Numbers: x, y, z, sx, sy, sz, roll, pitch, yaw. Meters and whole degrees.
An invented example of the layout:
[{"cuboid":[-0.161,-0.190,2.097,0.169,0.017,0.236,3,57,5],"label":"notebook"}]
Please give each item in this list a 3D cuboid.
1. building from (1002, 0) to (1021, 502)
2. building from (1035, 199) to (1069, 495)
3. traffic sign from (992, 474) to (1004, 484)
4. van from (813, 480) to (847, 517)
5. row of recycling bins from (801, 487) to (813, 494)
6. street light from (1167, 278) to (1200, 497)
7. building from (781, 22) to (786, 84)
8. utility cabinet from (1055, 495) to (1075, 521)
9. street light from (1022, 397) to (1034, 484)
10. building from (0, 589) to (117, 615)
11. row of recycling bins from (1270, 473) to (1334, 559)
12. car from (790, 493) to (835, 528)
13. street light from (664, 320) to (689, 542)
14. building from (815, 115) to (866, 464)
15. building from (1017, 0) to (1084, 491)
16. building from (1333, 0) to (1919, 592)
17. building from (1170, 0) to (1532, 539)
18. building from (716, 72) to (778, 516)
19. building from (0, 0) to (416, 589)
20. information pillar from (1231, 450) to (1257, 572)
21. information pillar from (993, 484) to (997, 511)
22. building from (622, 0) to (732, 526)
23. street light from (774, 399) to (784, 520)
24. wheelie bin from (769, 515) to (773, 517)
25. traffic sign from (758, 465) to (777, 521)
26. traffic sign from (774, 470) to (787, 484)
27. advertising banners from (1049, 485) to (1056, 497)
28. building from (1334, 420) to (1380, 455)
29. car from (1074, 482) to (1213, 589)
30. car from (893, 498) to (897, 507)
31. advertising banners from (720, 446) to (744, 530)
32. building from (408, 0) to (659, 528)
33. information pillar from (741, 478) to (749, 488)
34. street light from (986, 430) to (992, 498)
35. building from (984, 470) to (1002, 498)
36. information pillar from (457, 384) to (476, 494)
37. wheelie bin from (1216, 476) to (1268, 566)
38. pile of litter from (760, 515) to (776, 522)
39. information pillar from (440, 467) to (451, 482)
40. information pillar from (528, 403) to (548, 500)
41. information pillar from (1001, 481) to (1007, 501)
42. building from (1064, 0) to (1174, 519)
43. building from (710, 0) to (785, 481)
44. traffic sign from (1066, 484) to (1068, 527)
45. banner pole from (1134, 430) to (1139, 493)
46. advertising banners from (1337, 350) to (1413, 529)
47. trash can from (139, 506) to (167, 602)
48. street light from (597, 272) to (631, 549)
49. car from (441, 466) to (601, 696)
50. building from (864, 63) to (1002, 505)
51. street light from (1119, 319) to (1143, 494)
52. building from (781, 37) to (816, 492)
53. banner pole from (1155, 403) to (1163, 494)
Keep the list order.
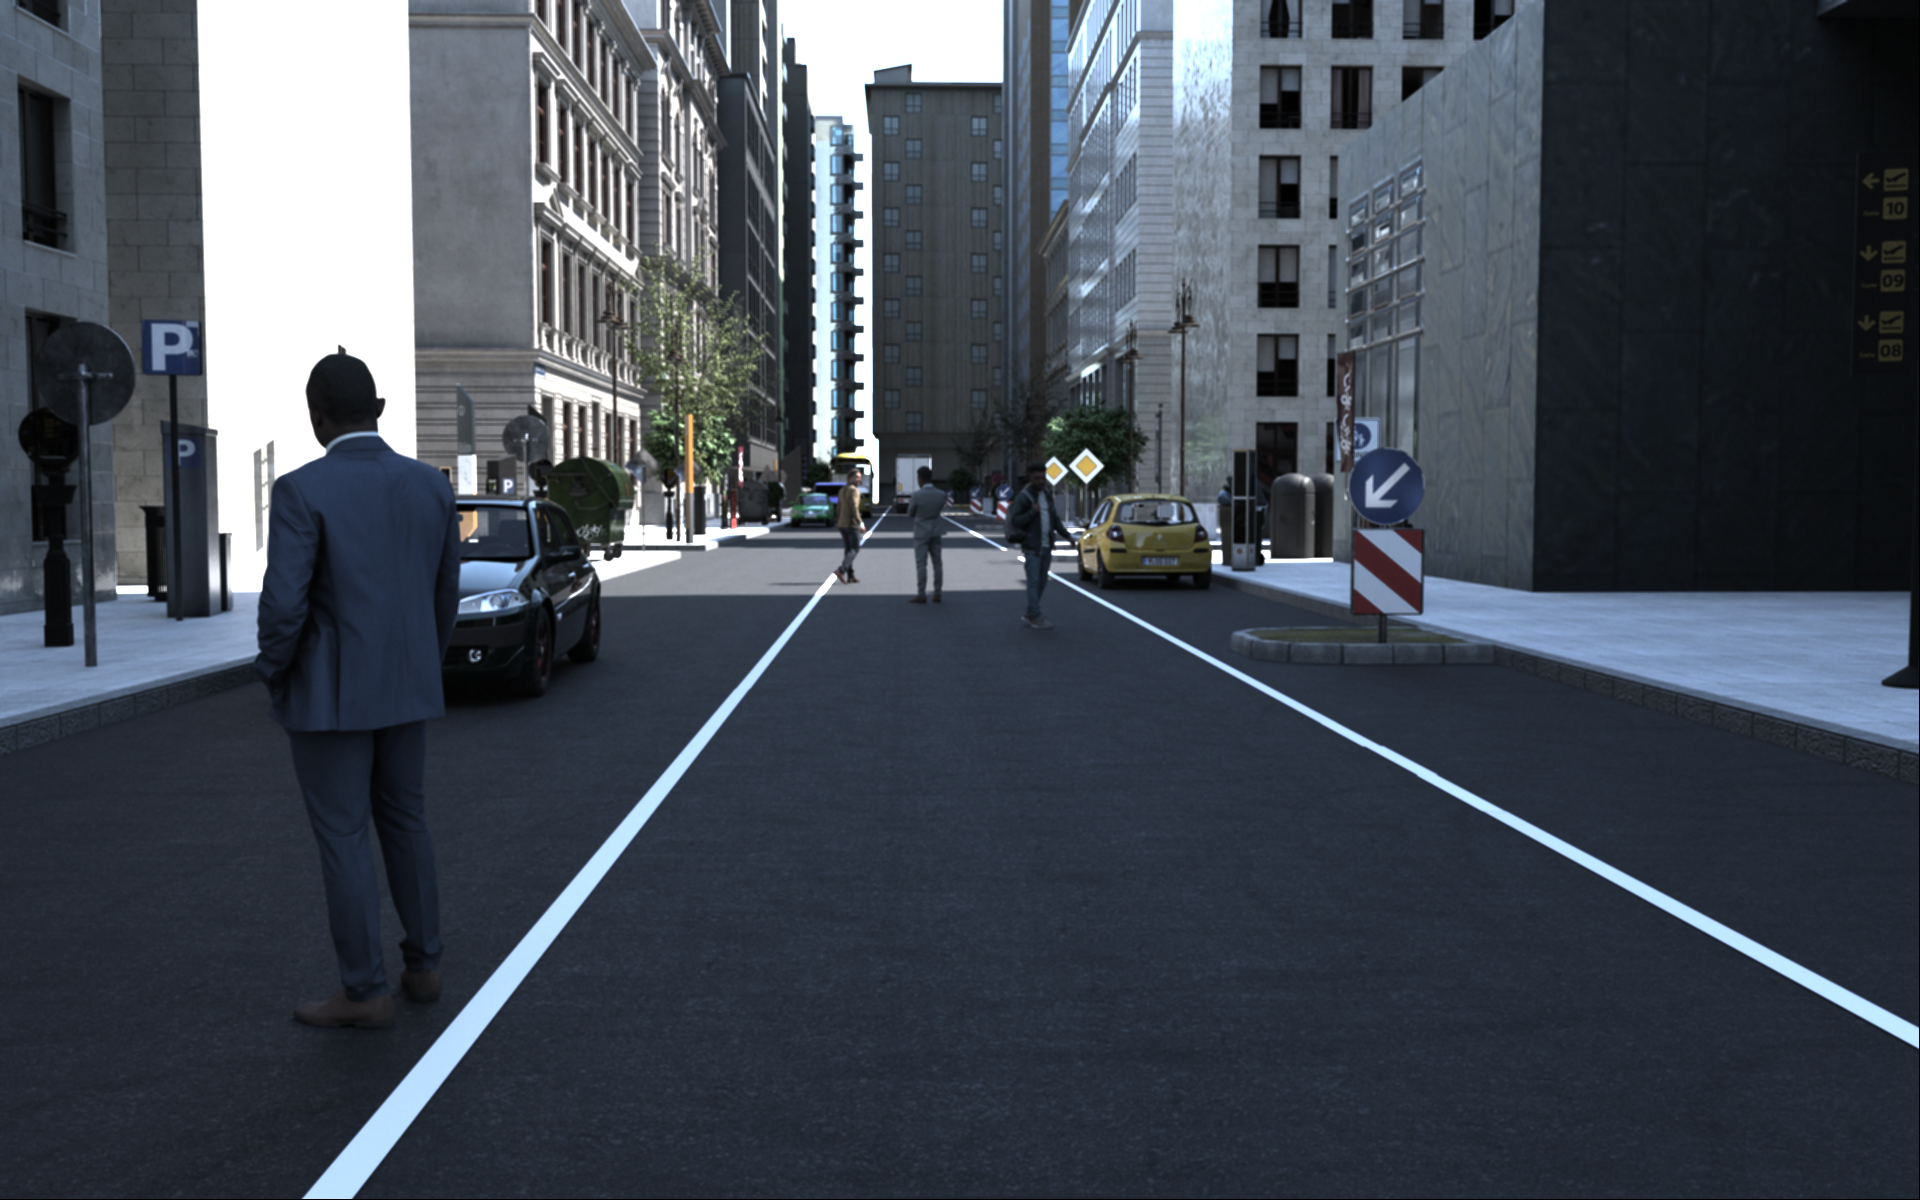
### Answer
[{"cuboid":[14.303,-37.621,157.107,21.231,58.520,28.212,0,4,-2],"label":"building"},{"cuboid":[11.375,-16.761,110.192,11.583,22.565,21.152,0,4,-2],"label":"building"},{"cuboid":[2.366,-6.577,107.638,0.768,2.556,0.104,0,4,3],"label":"traffic sign"},{"cuboid":[-6.652,-5.237,90.015,2.240,2.365,5.245,0,4,-1],"label":"van"},{"cuboid":[-9.503,-5.985,104.969,1.069,1.692,3.534,0,4,1],"label":"row of recycling bins"},{"cuboid":[4.787,-3.940,37.201,0.468,5.910,1.993,0,4,-2],"label":"street light"},{"cuboid":[-26.513,-32.380,149.020,23.786,49.044,30.456,0,4,-2],"label":"building"},{"cuboid":[4.926,-4.345,82.207,1.020,1.237,0.306,-1,4,-21],"label":"utility cabinet"},{"cuboid":[3.230,-6.735,82.899,0.468,5.910,1.993,0,4,-2],"label":"street light"},{"cuboid":[-15.096,-9.605,11.786,10.420,20.320,16.860,0,4,-2],"label":"building"},{"cuboid":[7.688,-1.719,35.216,3.534,1.692,1.069,-3,5,-39],"label":"row of recycling bins"},{"cuboid":[-6.420,-4.087,75.619,1.959,1.807,4.718,0,4,-2],"label":"car"},{"cuboid":[-7.536,-4.489,46.177,0.468,5.910,1.993,0,4,-2],"label":"street light"},{"cuboid":[-27.143,-36.540,217.043,30.456,49.044,23.786,0,4,-2],"label":"building"},{"cuboid":[11.883,-29.733,136.249,14.600,45.320,14.200,0,4,-2],"label":"building"},{"cuboid":[18.796,-42.978,15.361,22.319,86.520,31.000,0,4,-2],"label":"building"},{"cuboid":[15.797,-12.181,53.917,16.860,20.320,10.420,0,4,-2],"label":"building"},{"cuboid":[-18.974,-19.034,104.717,14.314,27.812,24.014,0,4,-2],"label":"building"},{"cuboid":[-19.098,-10.637,28.664,16.860,20.320,10.420,0,4,-2],"label":"building"},{"cuboid":[4.720,-1.485,28.778,0.304,2.012,0.304,3,4,36],"label":"information pillar"},{"cuboid":[2.493,-7.100,120.573,0.304,2.012,0.304,2,4,29],"label":"information pillar"},{"cuboid":[-18.535,-17.906,80.153,14.401,28.519,23.554,0,4,-2],"label":"building"},{"cuboid":[-8.807,-6.838,84.595,0.468,5.910,1.993,0,4,-2],"label":"street light"},{"cuboid":[-10.982,-5.536,98.419,0.980,1.594,0.693,1,4,9],"label":"wheelie bin"},{"cuboid":[-8.512,-4.680,76.526,0.884,2.594,0.081,0,4,2],"label":"traffic sign"},{"cuboid":[-9.337,-5.475,89.624,0.768,2.556,0.104,0,4,7],"label":"traffic sign"},{"cuboid":[3.661,-4.519,70.066,0.090,3.025,2.074,1,4,17],"label":"advertising banners"},{"cuboid":[47.722,-34.264,183.924,21.600,48.544,21.300,0,4,-2],"label":"building"},{"cuboid":[2.880,-1.065,27.637,2.015,1.641,3.980,0,4,-3],"label":"car"},{"cuboid":[-6.434,-11.080,193.164,2.014,1.417,4.499,0,4,-4],"label":"car"},{"cuboid":[-8.158,-4.035,62.165,0.090,3.025,2.074,1,4,17],"label":"advertising banners"},{"cuboid":[-17.283,-13.554,57.763,11.583,22.565,21.152,0,4,-2],"label":"building"},{"cuboid":[-9.892,-4.593,79.581,0.304,2.012,0.304,-1,4,-20],"label":"information pillar"},{"cuboid":[1.993,-9.008,120.065,0.468,5.910,1.993,0,4,-2],"label":"street light"},{"cuboid":[13.298,-45.470,181.689,20.563,71.187,20.611,0,4,-2],"label":"building"},{"cuboid":[-10.528,-2.789,36.949,0.504,3.616,0.183,2,4,34],"label":"information pillar"},{"cuboid":[5.006,-1.410,30.963,0.980,1.594,0.693,-2,4,-25],"label":"wheelie bin"},{"cuboid":[-9.129,-4.111,81.179,1.176,0.858,1.719,1,4,10],"label":"pile of litter"},{"cuboid":[-14.158,-2.643,47.709,0.304,2.012,0.304,-1,4,-15],"label":"information pillar"},{"cuboid":[-10.916,-3.268,44.794,0.504,3.616,0.183,0,4,-7],"label":"information pillar"},{"cuboid":[2.429,-5.560,95.401,0.304,2.012,0.304,0,4,3],"label":"information pillar"},{"cuboid":[12.078,-18.780,84.553,11.434,29.767,29.804,0,4,-2],"label":"building"},{"cuboid":[-20.388,-27.088,126.490,14.154,41.232,14.086,0,4,-2],"label":"building"},{"cuboid":[4.114,-4.071,66.665,0.768,2.556,0.104,0,4,0],"label":"traffic sign"},{"cuboid":[6.900,-4.746,67.612,0.401,3.779,0.863,1,4,19],"label":"banner pole"},{"cuboid":[4.899,-1.494,20.620,0.090,3.025,2.074,-1,4,-11],"label":"advertising banners"},{"cuboid":[-9.447,-0.561,20.821,0.748,1.137,0.748,0,3,0],"label":"trash can"},{"cuboid":[-7.233,-3.886,36.317,0.468,5.910,1.993,0,4,-2],"label":"street light"},{"cuboid":[-3.882,-0.225,13.467,2.009,1.686,4.222,0,4,-4],"label":"car"},{"cuboid":[1.857,-38.652,221.197,27.495,52.752,28.713,0,4,-2],"label":"building"},{"cuboid":[4.520,-4.469,45.860,0.468,5.910,1.993,0,4,-2],"label":"street light"},{"cuboid":[-26.187,-34.120,181.561,21.600,48.544,21.300,0,4,-2],"label":"building"},{"cuboid":[5.436,-3.515,47.489,0.401,3.779,0.863,1,4,18],"label":"banner pole"}]
